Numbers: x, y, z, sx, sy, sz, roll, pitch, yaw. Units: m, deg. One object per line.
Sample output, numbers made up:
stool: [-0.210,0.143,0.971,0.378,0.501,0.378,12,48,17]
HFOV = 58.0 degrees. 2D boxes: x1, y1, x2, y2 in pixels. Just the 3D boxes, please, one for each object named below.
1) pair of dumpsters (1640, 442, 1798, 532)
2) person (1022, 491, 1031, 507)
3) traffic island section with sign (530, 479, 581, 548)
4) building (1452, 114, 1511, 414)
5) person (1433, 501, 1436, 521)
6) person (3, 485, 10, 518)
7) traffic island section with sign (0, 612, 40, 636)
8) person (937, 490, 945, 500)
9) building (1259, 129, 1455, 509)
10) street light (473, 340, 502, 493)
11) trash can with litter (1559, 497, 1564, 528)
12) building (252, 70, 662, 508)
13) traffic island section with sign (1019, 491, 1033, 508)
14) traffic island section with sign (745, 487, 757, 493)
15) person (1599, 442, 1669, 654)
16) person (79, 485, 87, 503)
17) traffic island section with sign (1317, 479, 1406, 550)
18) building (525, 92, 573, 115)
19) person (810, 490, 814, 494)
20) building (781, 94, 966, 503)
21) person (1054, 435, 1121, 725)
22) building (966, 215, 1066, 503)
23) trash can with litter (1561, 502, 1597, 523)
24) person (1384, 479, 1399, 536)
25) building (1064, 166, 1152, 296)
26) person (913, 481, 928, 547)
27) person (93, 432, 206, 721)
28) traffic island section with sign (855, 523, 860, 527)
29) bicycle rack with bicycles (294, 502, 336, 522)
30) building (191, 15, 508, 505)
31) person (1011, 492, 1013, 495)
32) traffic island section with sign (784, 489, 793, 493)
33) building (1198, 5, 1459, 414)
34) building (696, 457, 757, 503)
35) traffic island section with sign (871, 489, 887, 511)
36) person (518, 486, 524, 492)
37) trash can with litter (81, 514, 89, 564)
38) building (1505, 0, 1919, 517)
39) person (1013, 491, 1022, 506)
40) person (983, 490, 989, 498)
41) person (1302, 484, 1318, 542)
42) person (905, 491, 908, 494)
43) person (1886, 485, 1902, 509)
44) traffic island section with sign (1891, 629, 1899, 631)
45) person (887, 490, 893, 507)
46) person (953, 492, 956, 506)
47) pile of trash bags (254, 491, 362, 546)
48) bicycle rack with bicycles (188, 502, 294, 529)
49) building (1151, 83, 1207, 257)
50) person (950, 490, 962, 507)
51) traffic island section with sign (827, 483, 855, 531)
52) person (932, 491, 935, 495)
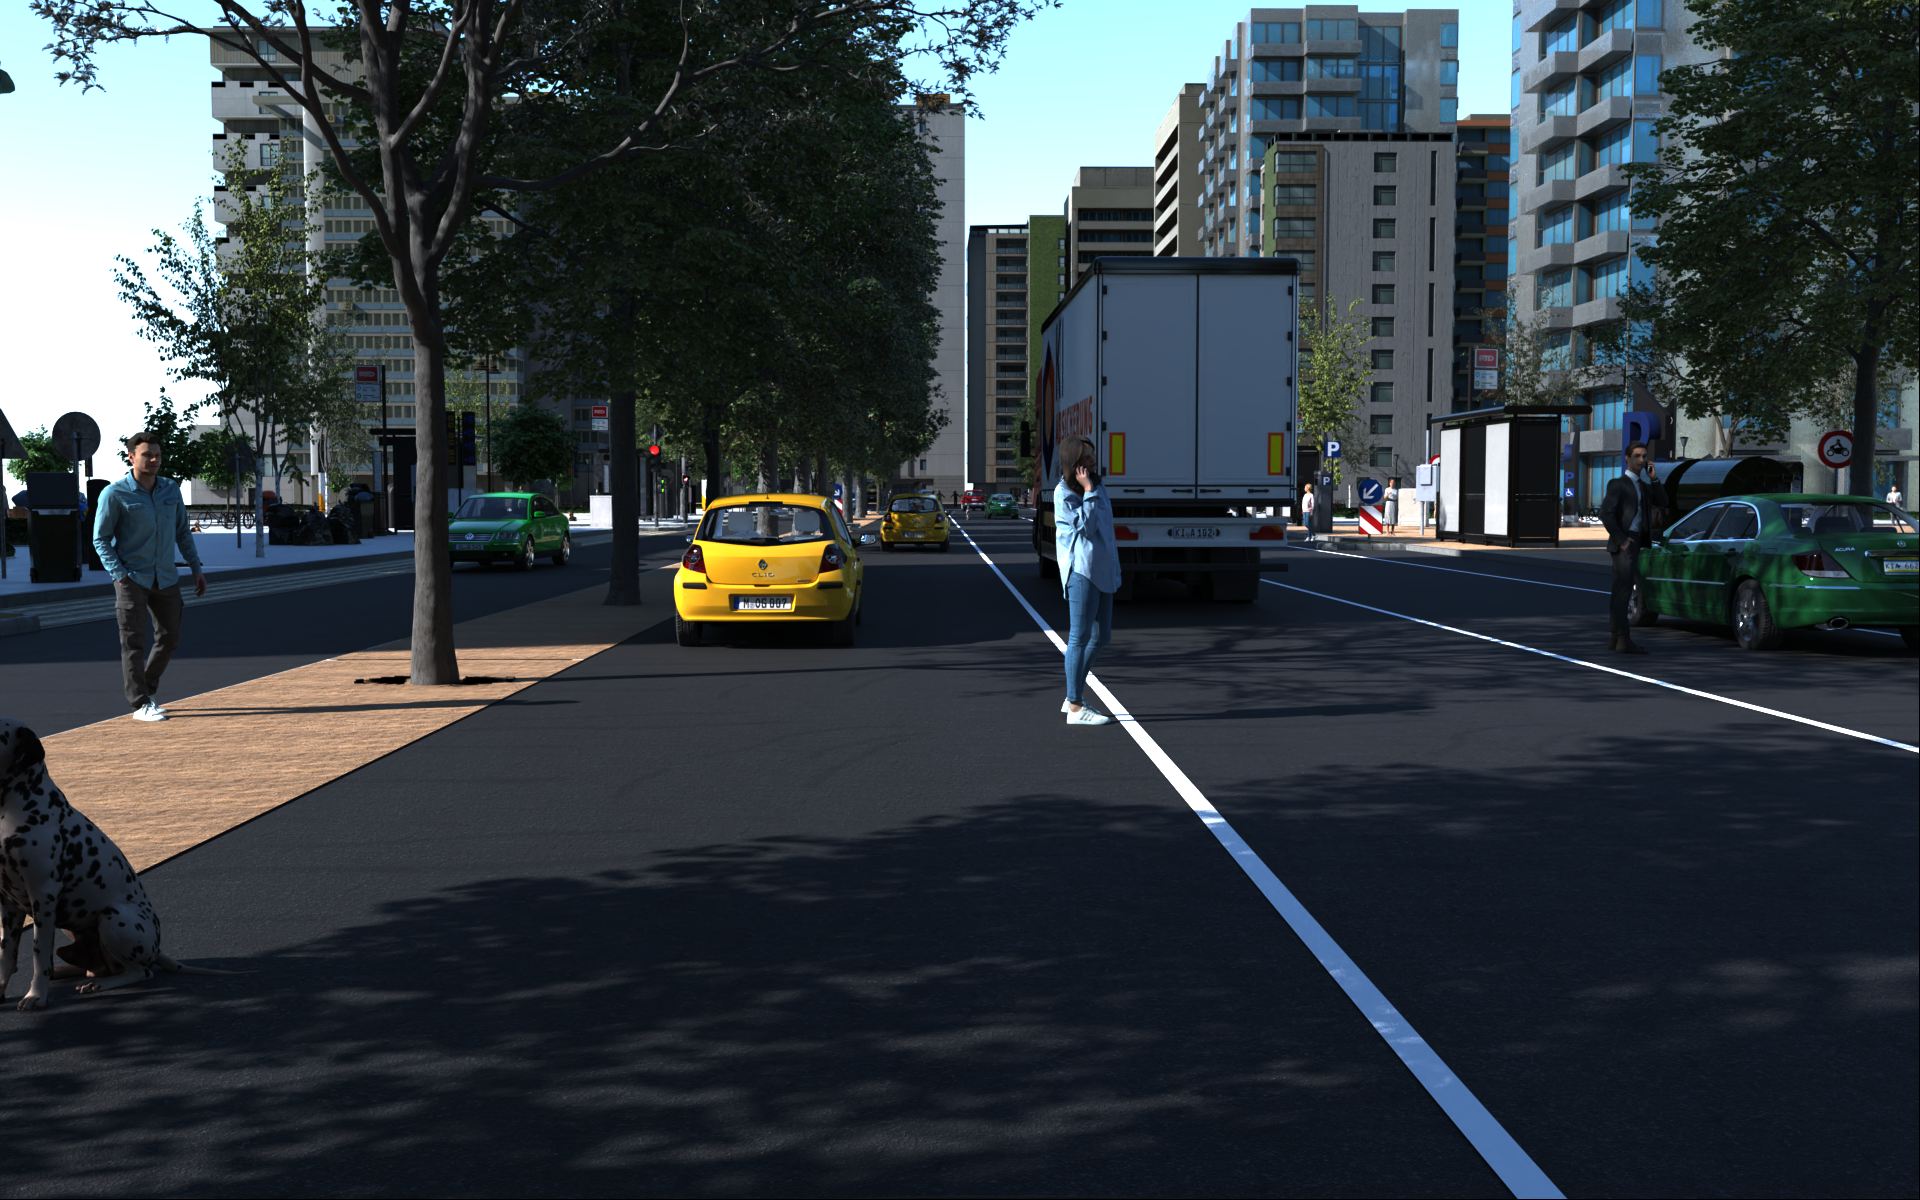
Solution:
pair of dumpsters: [14.756,-1.937,34.171,1.574,2.255,4.437,0,4,-1]
person: [7.103,-10.779,185.445,0.721,1.736,1.217,-3,5,-42]
traffic island section with sign: [-11.154,-2.286,45.999,1.989,1.847,2.006,0,4,-1]
building: [62.328,-33.509,202.500,28.867,44.769,22.147,0,4,-1]
person: [22.555,-4.623,81.603,0.580,1.828,0.573,1,4,19]
person: [-38.308,-3.713,69.397,0.728,1.800,0.709,-2,4,-27]
traffic island section with sign: [-10.659,-0.554,17.689,1.989,1.847,2.006,0,4,-1]
person: [-2.138,-10.558,181.212,1.348,1.812,0.705,-1,4,-11]
building: [31.335,-22.608,141.345,14.160,30.474,14.107,0,4,-1]
street light: [-13.602,-4.721,49.974,0.468,5.910,1.993,0,4,-1]
trash can with litter: [22.215,-3.295,65.264,0.624,1.170,1.055,-2,4,-26]
building: [-45.362,-28.767,162.221,32.217,40.220,23.993,0,4,-1]
traffic island section with sign: [7.665,-12.012,205.028,1.989,1.847,2.006,0,4,-1]
traffic island section with sign: [-12.082,-5.607,100.302,1.989,1.847,2.006,0,4,-1]
person: [6.149,-0.485,15.785,0.474,1.900,0.648,3,5,39]
person: [-25.425,-2.570,49.878,0.589,1.601,0.330,0,4,-8]
traffic island section with sign: [10.389,-2.232,45.121,1.989,1.847,2.006,0,4,-1]
building: [-70.082,-43.704,256.558,28.212,58.520,21.231,0,4,-1]
person: [-12.656,-8.446,146.683,0.616,1.811,0.778,0,4,-1]
building: [-13.473,-43.775,257.718,28.212,58.520,21.231,0,4,-1]
person: [0.769,-0.126,10.819,0.793,1.790,0.793,0,4,-5]
building: [8.089,-34.965,255.269,14.086,41.232,14.154,0,4,-1]
trash can with litter: [27.194,-4.056,77.368,1.678,1.210,2.233,-2,4,-27]
person: [13.192,-2.828,52.852,0.480,1.755,0.524,-1,4,-16]
building: [26.247,-38.830,258.568,21.600,48.544,21.300,0,4,-1]
person: [-1.090,-2.325,46.854,0.374,1.781,0.599,-1,4,-12]
person: [-5.211,-0.156,11.070,0.620,1.820,0.660,2,4,29]
traffic island section with sign: [-5.375,-4.105,75.250,2.006,1.907,1.989,0,4,-1]
bicycle rack with bicycles: [-28.718,-3.867,76.608,2.852,0.926,2.925,0,4,3]
building: [-68.253,-37.153,196.688,27.495,52.752,28.713,0,4,-1]
person: [6.184,-12.355,211.182,0.721,1.739,1.217,2,4,28]
traffic island section with sign: [-12.541,-7.263,127.382,1.989,1.847,2.006,0,4,-1]
building: [36.392,-34.001,175.516,23.786,49.044,30.456,0,4,-1]
building: [-34.559,-34.913,254.423,14.086,41.232,14.154,0,4,-1]
traffic island section with sign: [-6.667,-8.700,150.377,2.006,1.907,1.989,0,4,-1]
person: [-27.137,-6.181,107.352,0.529,1.795,0.600,-1,4,-15]
trash can with litter: [-16.181,-1.263,32.031,0.624,1.170,1.055,1,4,11]
building: [47.829,-29.396,100.228,30.456,49.044,23.786,0,4,-1]
person: [6.039,-10.700,184.160,1.217,1.735,0.721,1,4,17]
person: [2.356,-9.855,169.633,1.348,1.823,0.705,-3,4,-37]
person: [10.589,-2.645,52.416,0.598,1.740,0.731,-2,4,-29]
person: [-5.936,-11.197,192.242,0.551,1.740,0.621,1,4,13]
person: [39.436,-3.940,73.124,0.606,1.804,0.583,2,4,31]
traffic island section with sign: [10.853,-0.568,17.910,1.989,1.847,2.006,0,4,-1]
person: [-5.826,-8.253,143.620,0.592,1.802,0.473,-3,4,-36]
person: [-0.567,-12.375,211.651,0.721,1.723,1.217,0,4,-7]
pile of trash bags: [-16.973,-2.117,44.372,3.447,1.369,1.912,3,4,36]
bicycle rack with bicycles: [-26.990,-3.108,64.195,2.852,0.926,2.925,1,4,22]
building: [34.489,-35.338,201.482,21.300,48.544,21.600,0,4,-1]
person: [-0.464,-11.017,188.593,1.348,1.831,0.705,-1,4,-22]
traffic island section with sign: [-5.258,-3.652,67.844,2.006,1.907,1.989,0,4,-1]
person: [-2.335,-8.951,155.576,1.217,1.735,0.721,3,4,37]
